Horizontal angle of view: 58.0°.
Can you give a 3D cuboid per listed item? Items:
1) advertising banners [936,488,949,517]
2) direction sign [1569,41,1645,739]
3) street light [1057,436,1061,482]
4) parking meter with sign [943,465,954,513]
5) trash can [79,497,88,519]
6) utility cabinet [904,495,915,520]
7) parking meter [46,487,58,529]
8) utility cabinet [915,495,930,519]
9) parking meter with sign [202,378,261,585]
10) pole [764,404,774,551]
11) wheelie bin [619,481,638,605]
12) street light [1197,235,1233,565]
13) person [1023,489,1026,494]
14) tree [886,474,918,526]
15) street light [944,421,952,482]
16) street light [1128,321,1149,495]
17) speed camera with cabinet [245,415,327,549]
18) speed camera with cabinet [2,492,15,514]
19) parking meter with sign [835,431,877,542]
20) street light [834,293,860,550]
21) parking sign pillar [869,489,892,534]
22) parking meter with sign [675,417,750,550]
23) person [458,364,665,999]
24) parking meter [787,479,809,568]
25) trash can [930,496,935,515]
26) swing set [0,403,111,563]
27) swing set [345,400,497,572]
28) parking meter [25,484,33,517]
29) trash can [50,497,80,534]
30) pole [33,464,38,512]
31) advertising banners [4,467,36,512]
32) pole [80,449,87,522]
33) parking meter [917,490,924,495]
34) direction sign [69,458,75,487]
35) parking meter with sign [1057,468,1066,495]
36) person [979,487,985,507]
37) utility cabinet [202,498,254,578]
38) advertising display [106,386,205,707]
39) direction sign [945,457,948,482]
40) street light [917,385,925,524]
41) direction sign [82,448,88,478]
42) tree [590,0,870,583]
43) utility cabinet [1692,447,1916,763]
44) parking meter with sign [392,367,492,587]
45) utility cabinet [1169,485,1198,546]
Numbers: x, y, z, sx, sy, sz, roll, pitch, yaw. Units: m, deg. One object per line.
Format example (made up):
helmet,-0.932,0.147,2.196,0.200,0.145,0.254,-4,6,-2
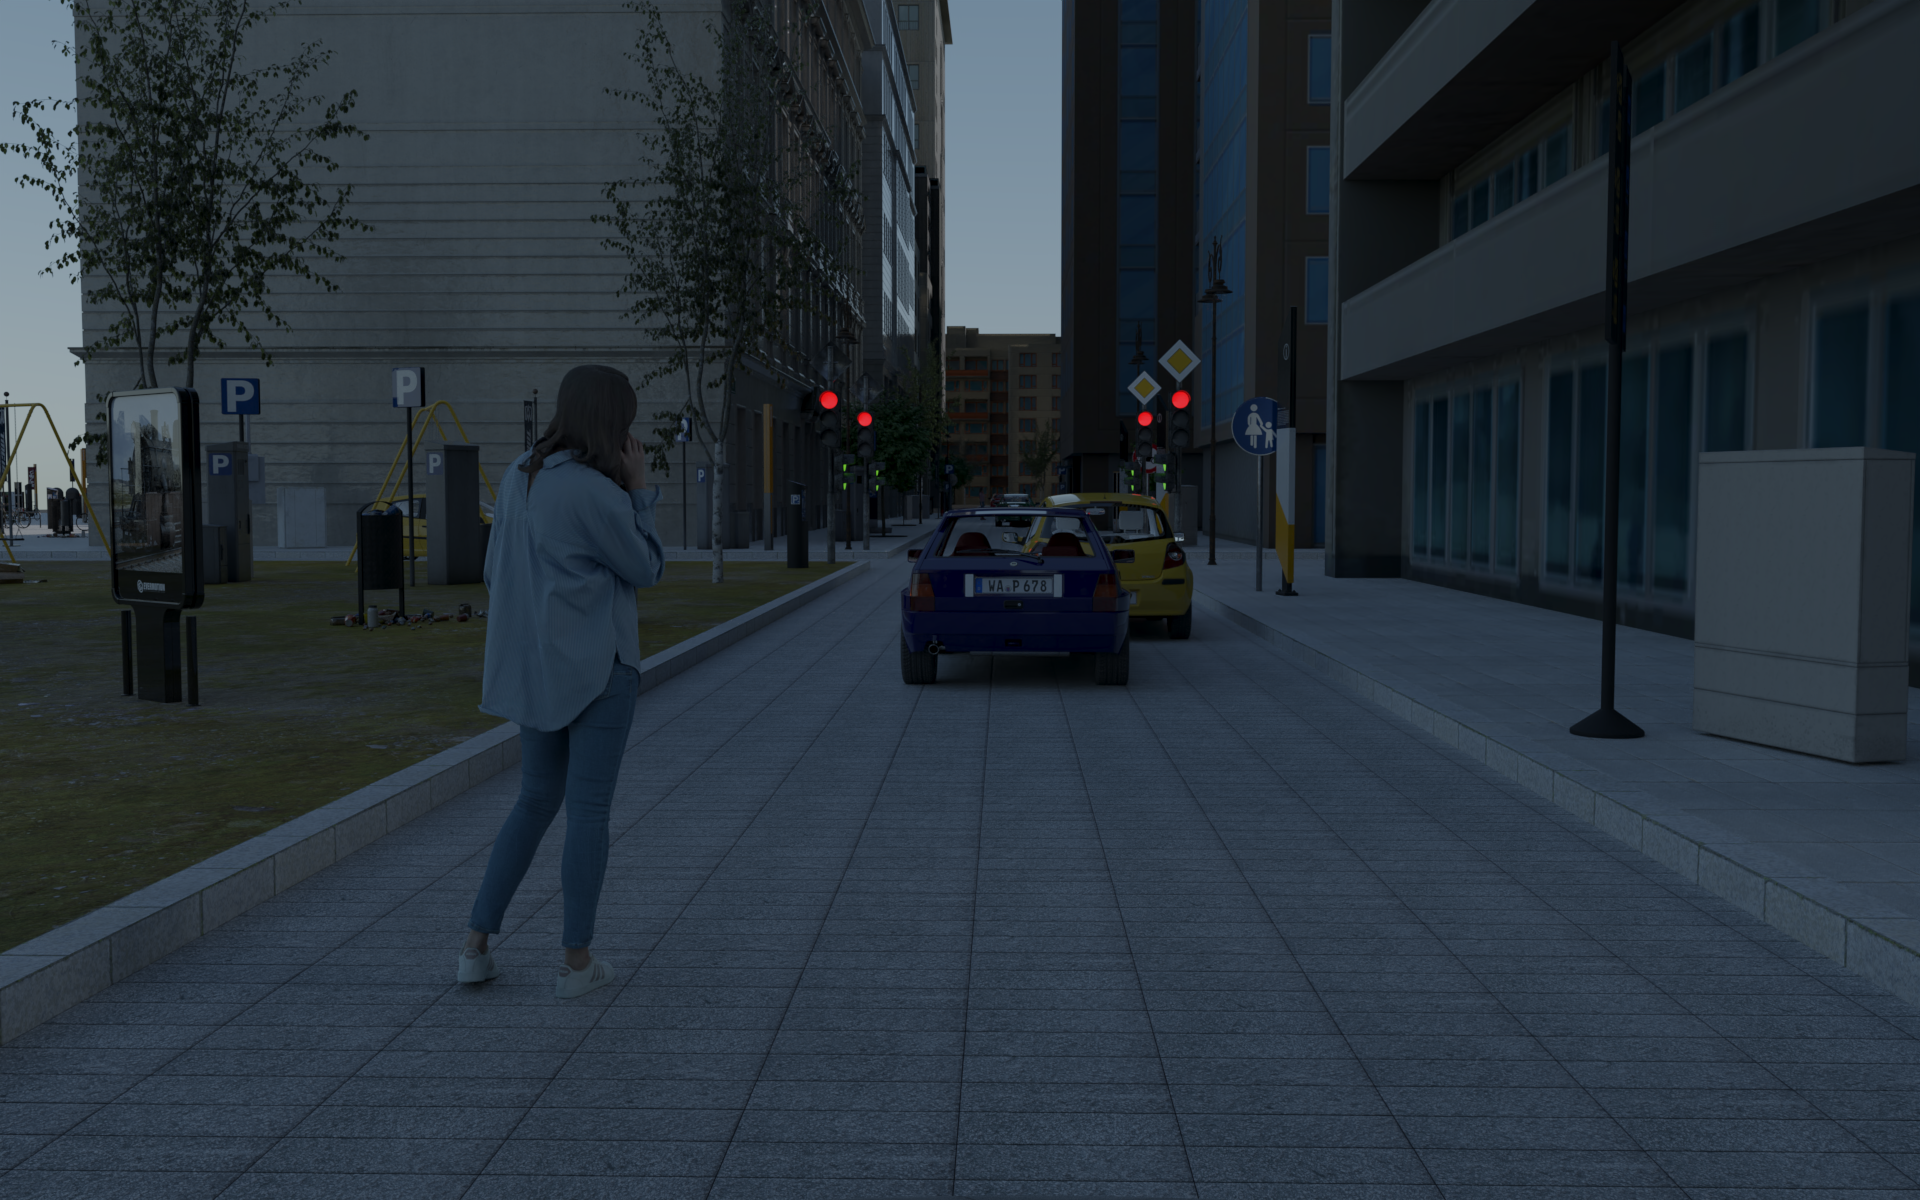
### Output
advertising banners,-1.012,-6.294,99.095,0.090,3.025,2.074,1,4,21
direction sign,3.455,-1.049,9.145,0.379,3.537,0.876,2,4,25
street light,6.585,-8.614,113.628,0.468,5.910,1.993,0,4,2
parking meter with sign,-0.742,-6.551,103.373,0.543,3.016,1.738,0,4,-7
trash can,-46.179,-4.860,91.115,0.748,1.137,0.748,0,3,0
utility cabinet,-2.606,-4.595,86.295,0.306,1.237,1.020,-1,4,-12
parking meter,-33.301,-3.374,63.572,0.372,1.533,0.369,0,3,0
utility cabinet,-2.100,-4.849,90.443,1.020,1.237,0.306,2,4,26
parking meter with sign,-10.716,-1.775,25.282,0.543,3.016,1.738,0,4,-6
pole,-4.343,-2.779,39.279,0.158,3.312,0.155,0,3,0
wheelie bin,-3.500,-0.567,17.182,0.693,1.594,0.980,0,4,4
street light,4.564,-3.571,31.170,0.468,5.910,1.993,0,4,2
person,4.968,-7.723,134.710,0.705,1.831,1.348,0,4,-7
tree,-2.405,-4.596,69.752,1.663,3.219,1.824,0,3,0
street light,-0.772,-8.241,107.536,0.468,5.910,1.993,0,4,2
street light,4.765,-4.499,46.350,0.468,5.910,1.993,0,4,2
speed camera with cabinet,-15.944,-2.822,40.477,2.038,3.252,0.660,-3,4,-37
speed camera with cabinet,-62.174,-7.214,112.286,2.038,3.252,0.660,-2,4,-29
parking meter with sign,-2.914,-3.119,47.258,0.543,3.016,1.738,2,4,25
street light,-2.581,-4.107,39.939,0.468,5.910,1.993,0,4,2
parking sign pillar,-2.951,-4.183,56.863,1.447,3.967,1.447,0,4,-6
parking meter with sign,-5.699,-2.684,40.147,1.738,3.016,0.543,-3,5,-43
person,-1.161,0.232,4.967,0.793,1.790,0.793,0,4,5
parking meter,-2.814,-1.322,30.024,0.372,1.533,0.369,0,3,0
trash can,-1.954,-5.869,107.609,0.748,1.137,0.748,0,3,0
swing set,-17.133,-2.006,30.415,3.119,2.851,2.862,2,4,27
swing set,-9.209,-2.001,30.332,2.862,2.851,3.119,-1,4,-22
parking meter,-52.402,-5.611,97.456,0.399,1.863,0.255,3,4,37
trash can,-28.928,-2.702,55.828,0.748,1.137,0.748,0,3,0
pole,-62.330,-7.520,116.794,0.158,3.312,0.155,0,3,0
advertising banners,-59.832,-6.972,110.184,0.090,3.025,2.074,3,5,44
pole,-39.584,-5.162,78.234,0.158,3.312,0.155,0,3,0
parking meter,-2.194,-5.360,96.042,0.372,1.533,0.369,0,3,0
direction sign,-56.539,-7.239,110.356,0.379,3.537,0.876,-1,4,-9
parking meter with sign,6.183,-6.653,105.039,0.543,3.016,1.738,0,4,2
person,1.229,-5.321,95.510,0.388,1.821,0.555,0,4,6
utility cabinet,-11.375,-0.937,26.478,1.020,1.237,0.306,0,4,-4
advertising display,-4.974,-0.336,10.709,0.974,1.923,0.123,3,5,40
direction sign,-0.834,-6.934,105.372,0.379,3.537,0.876,-1,4,-9
street light,-1.686,-6.182,73.865,0.468,5.910,1.993,0,4,2
direction sign,-42.604,-5.693,85.075,0.876,3.537,0.379,-1,4,-14
tree,-3.441,-4.566,25.013,4.360,8.622,3.978,0,3,0
utility cabinet,4.212,-0.001,8.698,0.318,1.500,1.173,-1,4,-14
parking meter with sign,-7.194,-1.736,24.645,0.543,3.016,1.738,2,4,29
utility cabinet,5.330,-2.051,42.213,0.318,1.500,1.173,3,5,44
